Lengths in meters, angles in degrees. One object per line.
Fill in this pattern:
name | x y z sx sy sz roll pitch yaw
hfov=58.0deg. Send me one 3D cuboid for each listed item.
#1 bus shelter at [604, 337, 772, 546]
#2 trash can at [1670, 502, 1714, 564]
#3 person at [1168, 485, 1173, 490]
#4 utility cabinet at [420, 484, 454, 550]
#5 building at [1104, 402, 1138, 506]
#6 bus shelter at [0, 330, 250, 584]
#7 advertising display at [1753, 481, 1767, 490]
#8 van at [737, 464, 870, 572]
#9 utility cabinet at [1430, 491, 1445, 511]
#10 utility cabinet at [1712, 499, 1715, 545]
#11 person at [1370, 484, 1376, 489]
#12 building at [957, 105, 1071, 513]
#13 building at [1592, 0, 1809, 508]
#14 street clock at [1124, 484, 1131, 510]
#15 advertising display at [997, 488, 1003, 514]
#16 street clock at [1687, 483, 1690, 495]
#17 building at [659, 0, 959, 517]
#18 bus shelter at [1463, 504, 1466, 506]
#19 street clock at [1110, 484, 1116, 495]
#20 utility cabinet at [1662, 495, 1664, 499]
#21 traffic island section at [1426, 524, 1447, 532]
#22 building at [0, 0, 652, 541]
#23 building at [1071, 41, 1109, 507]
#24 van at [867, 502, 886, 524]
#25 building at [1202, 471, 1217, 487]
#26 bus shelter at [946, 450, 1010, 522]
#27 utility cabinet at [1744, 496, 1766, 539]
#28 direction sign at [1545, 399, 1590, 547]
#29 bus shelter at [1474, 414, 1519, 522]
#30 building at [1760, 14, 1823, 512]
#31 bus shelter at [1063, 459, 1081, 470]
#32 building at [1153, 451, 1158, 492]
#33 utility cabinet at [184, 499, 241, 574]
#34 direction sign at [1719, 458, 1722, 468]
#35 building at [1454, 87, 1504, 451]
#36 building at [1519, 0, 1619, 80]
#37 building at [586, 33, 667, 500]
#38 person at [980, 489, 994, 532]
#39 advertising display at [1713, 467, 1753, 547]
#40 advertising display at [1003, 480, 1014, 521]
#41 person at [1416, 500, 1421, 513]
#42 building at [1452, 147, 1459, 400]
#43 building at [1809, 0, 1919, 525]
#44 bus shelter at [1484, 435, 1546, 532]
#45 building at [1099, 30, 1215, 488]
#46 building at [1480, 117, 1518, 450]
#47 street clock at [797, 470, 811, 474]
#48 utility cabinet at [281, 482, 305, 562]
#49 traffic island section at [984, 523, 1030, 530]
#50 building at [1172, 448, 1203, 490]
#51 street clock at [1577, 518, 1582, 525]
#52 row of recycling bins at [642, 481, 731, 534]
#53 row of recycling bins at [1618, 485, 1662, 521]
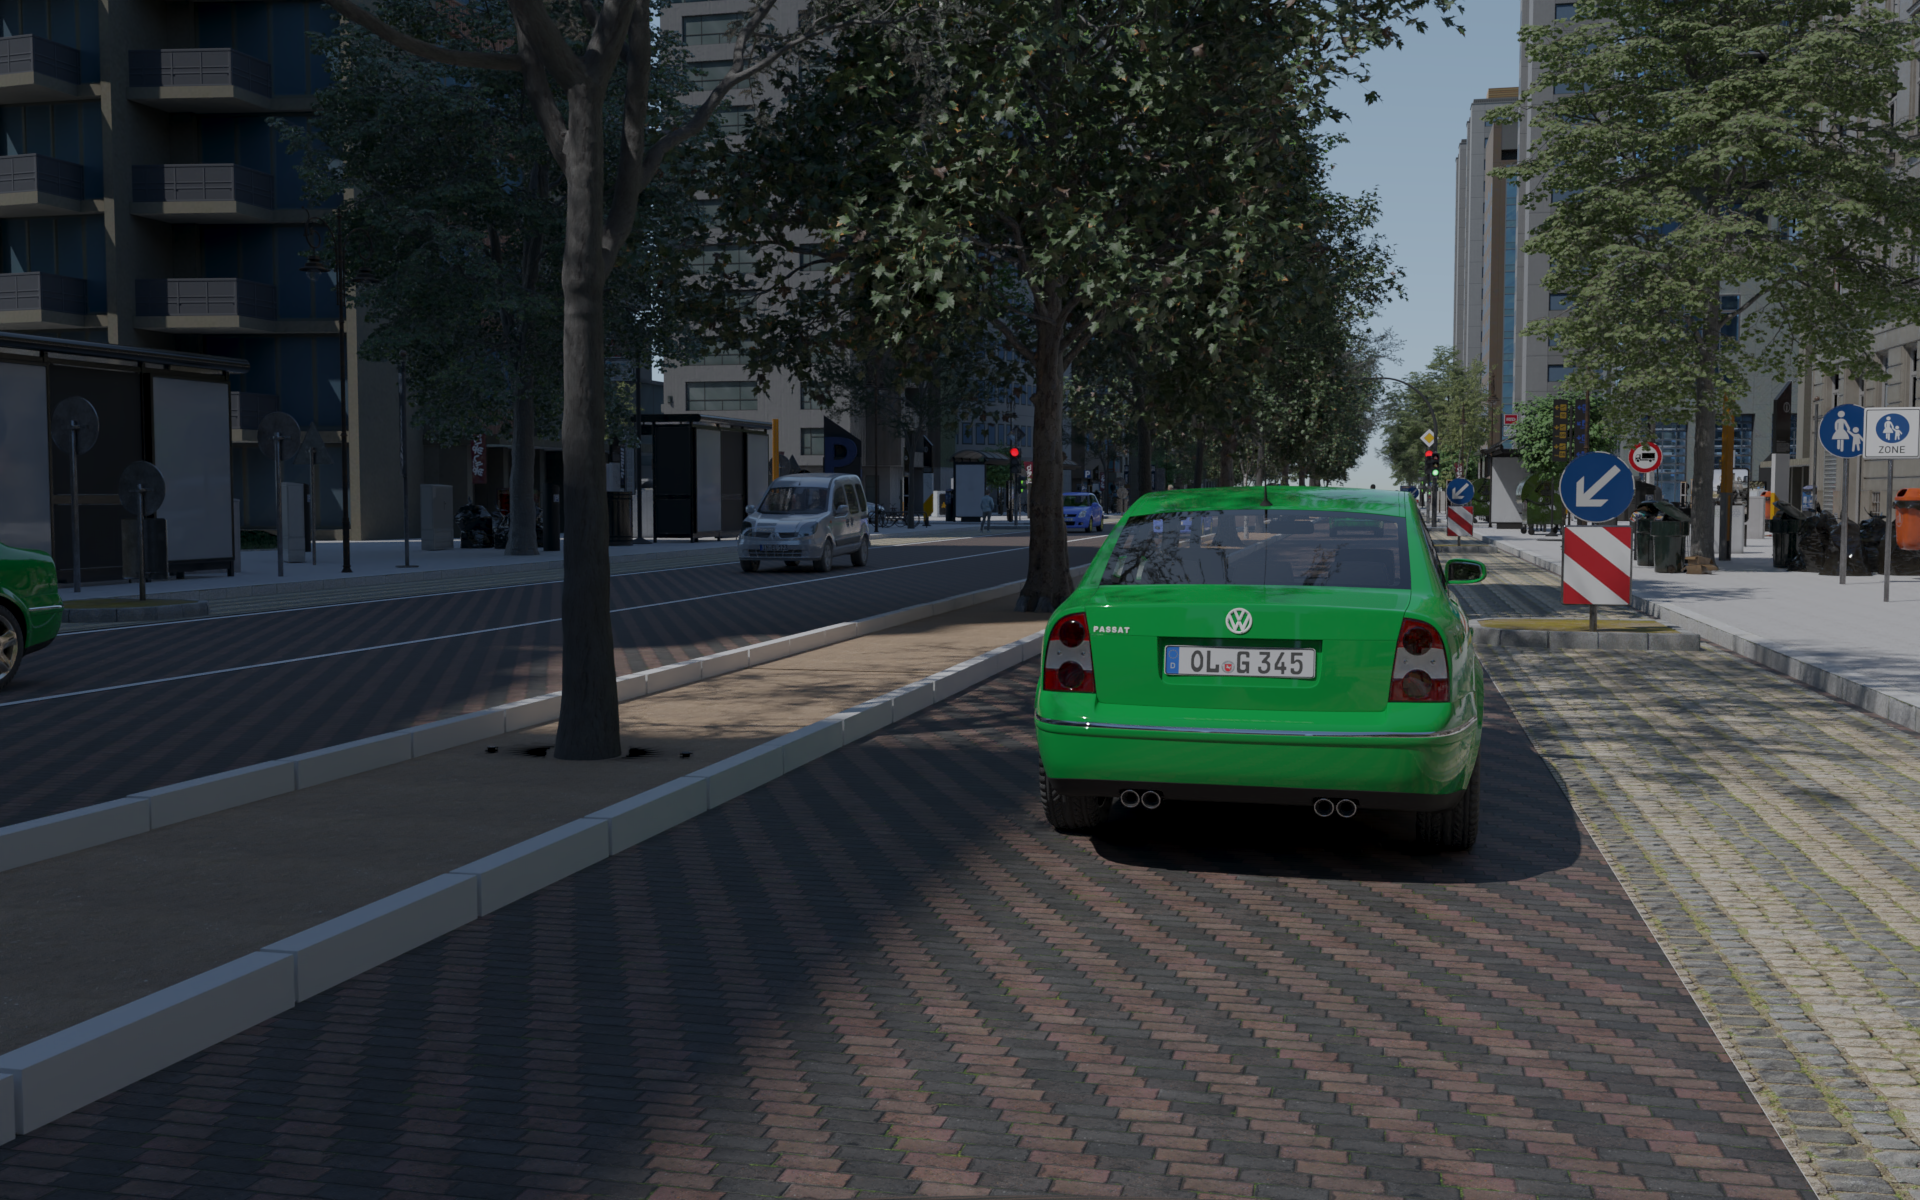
bus shelter | -7.400 -4.222 46.656 2.179 5.291 8.768 1 4 13
trash can | 13.547 -1.250 32.089 0.748 1.137 0.748 0 3 0
person | 9.368 -4.201 77.062 0.514 1.842 0.818 1 4 10
utility cabinet | -11.950 -1.893 39.626 0.318 1.500 1.173 0 4 5
building | 5.141 -20.800 185.124 27.650 21.520 28.899 1 4 13
bus shelter | -13.061 -2.765 22.846 2.179 5.291 8.768 1 4 13
advertising display | 38.161 -4.751 82.896 0.123 1.923 0.974 -1 4 -23
van | -2.948 -1.599 33.148 2.013 2.044 4.112 1 4 11
utility cabinet | 36.257 -7.518 131.600 1.173 1.500 0.318 1 4 16
utility cabinet | 14.643 -1.399 34.032 0.306 1.237 1.020 1 4 19
person | 15.216 -3.371 63.792 0.419 1.800 0.721 1 4 21
building | -4.294 -35.978 130.244 21.231 58.520 28.212 1 4 13
building | 56.287 -49.668 124.741 22.319 86.520 31.000 1 4 13
street clock | 11.882 -7.246 123.046 0.471 2.002 0.358 0 4 5
advertising display | 2.573 -6.393 109.747 0.123 1.923 0.974 1 4 21
street clock | 46.596 -6.527 111.279 0.471 2.002 0.358 1 4 17
building | -8.474 -20.212 102.170 14.160 30.474 14.107 1 4 13
bus shelter | 35.117 -8.009 122.225 1.731 3.624 6.357 1 4 13
street clock | 11.422 -7.633 129.362 0.358 2.002 0.471 -2 4 -28
utility cabinet | 37.870 -5.049 93.705 0.306 1.237 1.020 2 4 27
traffic island section | 18.352 -2.735 66.991 2.009 0.180 2.903 1 4 13
building | -26.419 -24.514 55.429 28.867 44.769 22.147 1 4 13
building | 6.088 -31.311 162.051 14.600 45.320 14.200 1 4 13
van | -5.292 -4.216 75.950 4.112 2.044 2.013 1 4 14
building | 31.495 -27.482 294.371 27.650 21.520 28.899 1 4 13
bus shelter | 1.014 -5.355 81.485 2.014 3.302 5.546 1 4 14
utility cabinet | 22.479 -2.350 49.587 1.020 1.237 0.306 2 4 31
direction sign | 14.623 -3.028 41.507 0.876 3.537 0.379 0 4 -2
bus shelter | 26.201 -6.524 84.306 2.179 5.291 8.768 1 4 14
building | 56.088 -26.308 84.753 28.867 44.769 22.147 1 4 13
bus shelter | 5.369 -6.335 97.505 2.014 3.302 5.546 1 4 14
building | 16.894 -31.819 203.835 14.154 41.232 14.086 1 4 13
utility cabinet | -12.200 -1.034 28.075 0.306 1.237 1.020 2 4 34
direction sign | 47.905 -7.115 108.333 0.876 3.537 0.379 1 4 15
building | 85.419 -43.676 256.107 21.231 58.520 28.212 1 4 13
building | 61.564 -37.631 157.261 21.231 58.520 28.212 1 4 13
building | -34.787 -31.725 107.938 27.495 52.752 28.713 1 4 13
person | 1.009 -3.297 64.213 0.589 1.601 0.330 2 4 28
advertising display | 18.688 -2.261 42.186 0.974 1.923 0.123 2 4 34
advertising display | 2.567 -5.200 90.240 0.123 1.923 0.974 -1 4 -13
person | 14.864 -2.643 56.395 0.352 1.250 0.332 3 4 37
building | 91.660 -45.356 283.571 21.231 58.520 28.212 1 4 13
building | 30.985 -12.616 39.561 16.112 22.955 30.059 1 4 13
bus shelter | 19.560 -4.086 60.724 2.014 3.302 5.546 1 4 14
building | 29.012 -50.752 268.041 20.563 71.187 20.611 1 4 13
building | 68.763 -33.790 202.577 14.600 45.320 14.200 1 4 13
street clock | -4.611 -2.859 51.310 0.471 2.002 0.358 -1 4 -8
utility cabinet | -12.571 -1.465 32.628 0.318 1.500 1.173 -2 4 -28
traffic island section | 2.268 -2.970 70.846 2.009 0.180 2.903 1 4 13
building | 27.688 -29.363 251.782 14.160 30.474 14.107 1 4 13
street clock | 20.574 -3.230 57.373 0.358 2.002 0.471 -2 4 -30
row of recycling bins | -8.231 -2.857 53.820 3.534 1.692 1.069 -2 4 -24
row of recycling bins | 31.451 -4.533 81.234 1.069 1.692 3.534 -2 4 -25
